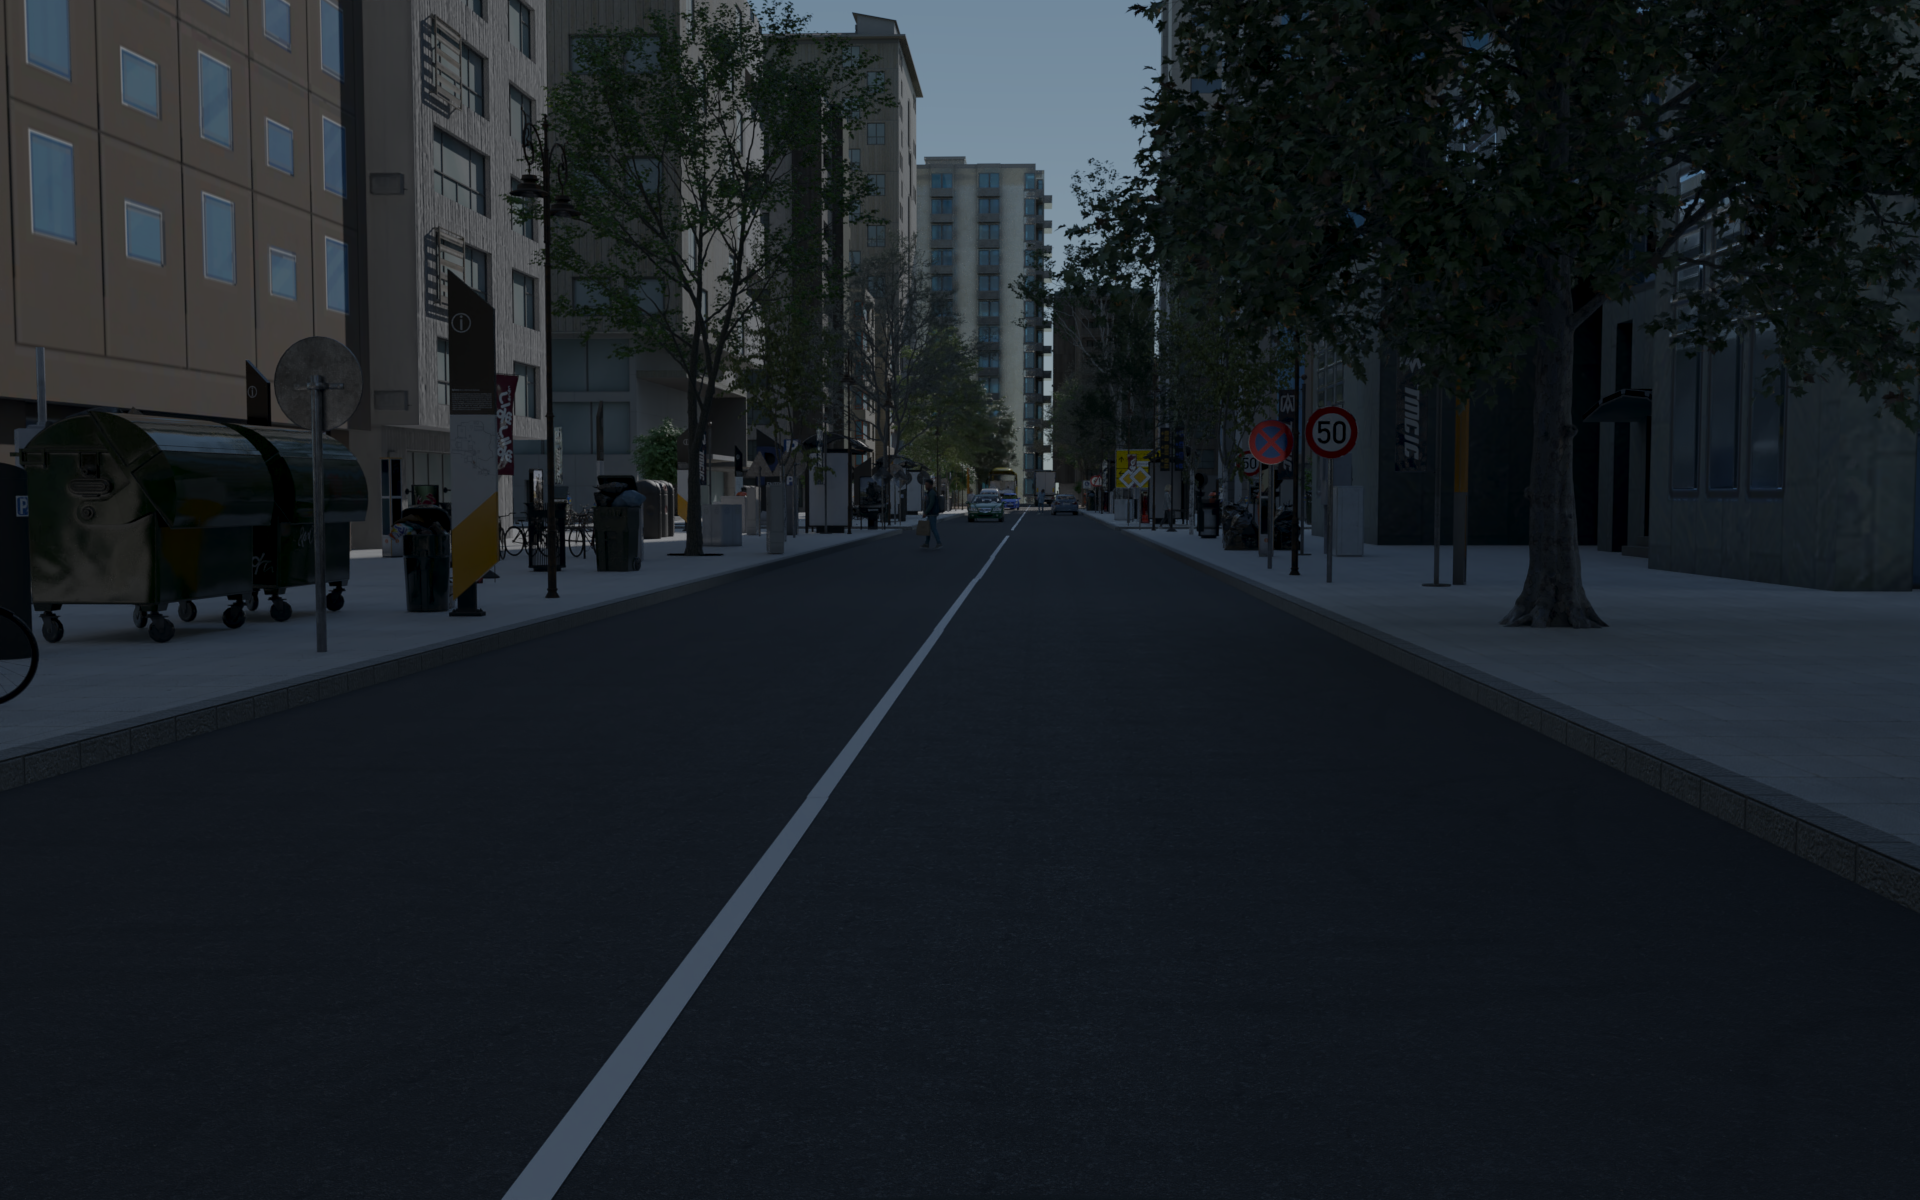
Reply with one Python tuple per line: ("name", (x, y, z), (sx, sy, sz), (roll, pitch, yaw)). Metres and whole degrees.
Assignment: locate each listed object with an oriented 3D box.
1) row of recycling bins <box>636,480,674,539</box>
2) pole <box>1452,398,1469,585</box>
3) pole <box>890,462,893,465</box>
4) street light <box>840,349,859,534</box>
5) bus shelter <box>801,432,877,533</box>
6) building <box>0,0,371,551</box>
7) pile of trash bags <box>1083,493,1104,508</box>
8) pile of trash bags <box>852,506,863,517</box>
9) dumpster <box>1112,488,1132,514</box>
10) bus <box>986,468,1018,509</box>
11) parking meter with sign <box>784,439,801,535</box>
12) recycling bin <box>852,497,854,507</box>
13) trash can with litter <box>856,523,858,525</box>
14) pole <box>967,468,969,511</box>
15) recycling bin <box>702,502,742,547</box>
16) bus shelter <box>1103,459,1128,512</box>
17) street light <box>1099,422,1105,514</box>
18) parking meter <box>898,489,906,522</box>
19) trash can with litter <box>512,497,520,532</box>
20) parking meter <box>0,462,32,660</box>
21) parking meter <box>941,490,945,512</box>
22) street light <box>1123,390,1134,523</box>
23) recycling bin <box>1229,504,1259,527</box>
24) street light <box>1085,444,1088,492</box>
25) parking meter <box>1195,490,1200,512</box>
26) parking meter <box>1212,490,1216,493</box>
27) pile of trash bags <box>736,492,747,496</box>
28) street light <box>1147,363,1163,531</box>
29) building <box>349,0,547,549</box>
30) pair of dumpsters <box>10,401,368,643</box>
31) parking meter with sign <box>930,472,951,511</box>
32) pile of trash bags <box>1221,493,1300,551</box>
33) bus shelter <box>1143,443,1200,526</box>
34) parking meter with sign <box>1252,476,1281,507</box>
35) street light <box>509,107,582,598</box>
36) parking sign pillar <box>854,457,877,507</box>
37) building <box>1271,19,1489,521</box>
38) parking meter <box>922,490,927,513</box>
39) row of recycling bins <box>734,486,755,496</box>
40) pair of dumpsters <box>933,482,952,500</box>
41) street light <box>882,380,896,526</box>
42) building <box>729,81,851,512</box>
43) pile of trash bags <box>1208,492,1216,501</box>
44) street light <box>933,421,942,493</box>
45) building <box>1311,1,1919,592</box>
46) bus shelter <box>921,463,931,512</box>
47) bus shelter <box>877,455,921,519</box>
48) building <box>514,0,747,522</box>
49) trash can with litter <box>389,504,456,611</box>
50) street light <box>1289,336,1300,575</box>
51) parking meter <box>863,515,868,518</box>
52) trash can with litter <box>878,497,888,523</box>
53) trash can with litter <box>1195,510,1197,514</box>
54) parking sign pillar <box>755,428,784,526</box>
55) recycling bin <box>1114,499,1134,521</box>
("row of recycling bins", (-9.062, -2.673, 50.813), (1.069, 1.692, 3.534), (0, 4, -1))
("pole", (7.065, -1.869, 24.400), (0.158, 3.312, 0.155), (0, 3, 0))
("pole", (-4.207, -6.897, 106.614), (0.158, 3.312, 0.155), (0, 3, 0))
("street light", (-3.534, -5.040, 55.184), (0.468, 5.910, 1.993), (0, 4, 3))
("bus shelter", (-4.197, -3.986, 59.092), (2.014, 3.302, 5.546), (0, 4, 3))
("building", (-20.506, -23.303, 31.109), (14.600, 45.320, 14.200), (0, 4, 3))
("pile of trash bags", (11.091, -8.012, 140.753), (1.912, 1.369, 3.447), (-2, 4, -31))
("pile of trash bags", (-6.414, -5.270, 95.910), (3.447, 1.369, 1.912), (1, 4, 18))
("dumpster", (10.566, -6.533, 112.575), (1.264, 1.857, 1.865), (0, 4, 2))
("bus", (4.140, -10.635, 165.435), (2.896, 3.916, 12.252), (0, 4, 3))
("parking meter with sign", (-5.332, -3.558, 54.430), (0.543, 3.016, 1.738), (0, 4, -1))
("recycling bin", (-8.207, -7.450, 134.359), (0.722, 1.027, 0.722), (2, 4, 26))
("trash can with litter", (-5.102, -3.724, 71.951), (1.678, 1.210, 2.233), (0, 4, 7))
("pole", (0.638, -8.633, 134.997), (0.158, 3.312, 0.155), (0, 3, 0))
("recycling bin", (-5.852, -1.838, 42.603), (0.722, 1.027, 0.722), (3, 4, 37))
("bus shelter", (10.785, -7.860, 119.800), (1.731, 3.624, 6.357), (0, 4, 3))
("street light", (9.099, -8.446, 110.880), (0.468, 5.910, 1.993), (0, 4, 3))
("parking meter", (-2.708, -4.421, 80.701), (0.372, 1.533, 0.369), (0, 3, 0))
("trash can with litter", (-15.845, -2.880, 58.143), (2.233, 1.210, 1.678), (0, 4, 7))
("parking meter", (-7.462, -0.312, 13.506), (0.372, 1.533, 0.369), (0, 3, 0))
("parking meter", (-1.249, -6.956, 122.148), (0.372, 1.533, 0.369), (0, 3, 0))
("street light", (7.537, -6.393, 77.314), (0.468, 5.910, 1.993), (0, 4, 3))
("recycling bin", (7.302, -1.920, 43.939), (0.722, 1.027, 0.722), (3, 5, 39))
("street light", (10.624, -10.488, 144.259), (0.468, 5.910, 1.993), (0, 4, 3))
("parking meter", (15.866, -6.548, 115.466), (0.372, 1.533, 0.369), (0, 3, 0))
("parking meter", (15.530, -5.935, 105.444), (0.372, 1.533, 0.369), (0, 3, 0))
("pile of trash bags", (-8.578, -3.964, 74.556), (1.912, 1.369, 3.447), (-3, 5, -43))
("street light", (6.799, -5.371, 60.611), (0.468, 5.910, 1.993), (0, 4, 3))
("building", (-19.106, -22.177, 46.196), (14.086, 41.232, 14.154), (0, 4, 3))
("pair of dumpsters", (-7.330, -0.879, 16.872), (1.574, 2.255, 4.437), (0, 4, 2))
("parking meter with sign", (-1.622, -8.679, 138.163), (1.738, 3.016, 0.543), (0, 4, 7))
("pile of trash bags", (7.139, -1.902, 40.850), (1.912, 1.369, 3.447), (1, 4, 11))
("bus shelter", (8.685, -4.731, 71.275), (2.014, 3.302, 5.546), (0, 4, 3))
("parking meter with sign", (13.033, -4.818, 75.038), (1.738, 3.016, 0.543), (1, 4, 18))
("street light", (-5.037, -2.963, 21.226), (0.468, 5.910, 1.993), (0, 4, 3))
("parking sign pillar", (-6.983, -8.339, 124.821), (1.447, 3.967, 1.447), (0, 4, 5))
("building", (23.169, -26.499, 83.373), (14.200, 45.320, 14.600), (0, 4, 3))
("parking meter", (-2.702, -7.558, 131.983), (0.372, 1.533, 0.369), (0, 3, 0))
("row of recycling bins", (-14.055, -6.282, 109.821), (3.534, 1.692, 1.069), (1, 4, 14))
("pair of dumpsters", (-1.493, -8.059, 134.262), (1.574, 2.255, 4.437), (0, 4, 3))
("street light", (-2.875, -5.964, 70.295), (0.468, 5.910, 1.993), (0, 4, 3))
("building", (-15.494, -21.486, 123.001), (14.160, 30.474, 14.107), (0, 4, 3))
("pile of trash bags", (15.599, -5.439, 98.672), (3.447, 1.369, 1.912), (-2, 4, -29))
("street light", (-1.344, -8.005, 103.673), (0.468, 5.910, 1.993), (0, 4, 3))
("building", (21.363, -44.191, 35.200), (22.319, 86.520, 31.000), (0, 4, 3))
("bus shelter", (-2.976, -6.982, 108.087), (2.014, 3.302, 5.546), (0, 4, 3))
("bus shelter", (-3.388, -5.974, 91.598), (2.014, 3.302, 5.546), (0, 4, 3))
("building", (-25.357, -30.685, 90.942), (28.713, 52.752, 27.495), (0, 4, 3))
("trash can with litter", (-5.904, -0.475, 19.147), (0.624, 1.170, 1.055), (-1, 4, -8))
("street light", (5.297, -3.330, 27.231), (0.468, 5.910, 1.993), (0, 4, 3))
("parking meter", (-5.045, -5.202, 93.462), (0.372, 1.533, 0.369), (0, 3, 0))
("trash can with litter", (-3.587, -4.033, 77.333), (1.055, 1.170, 0.624), (0, 4, 3))
("trash can with litter", (14.738, -6.269, 113.563), (2.233, 1.210, 1.678), (0, 4, 4))
("parking sign pillar", (-7.690, -5.037, 70.823), (1.447, 3.967, 1.447), (0, 4, 4))
("recycling bin", (7.993, -4.389, 84.309), (0.722, 1.027, 0.722), (3, 5, 39))
